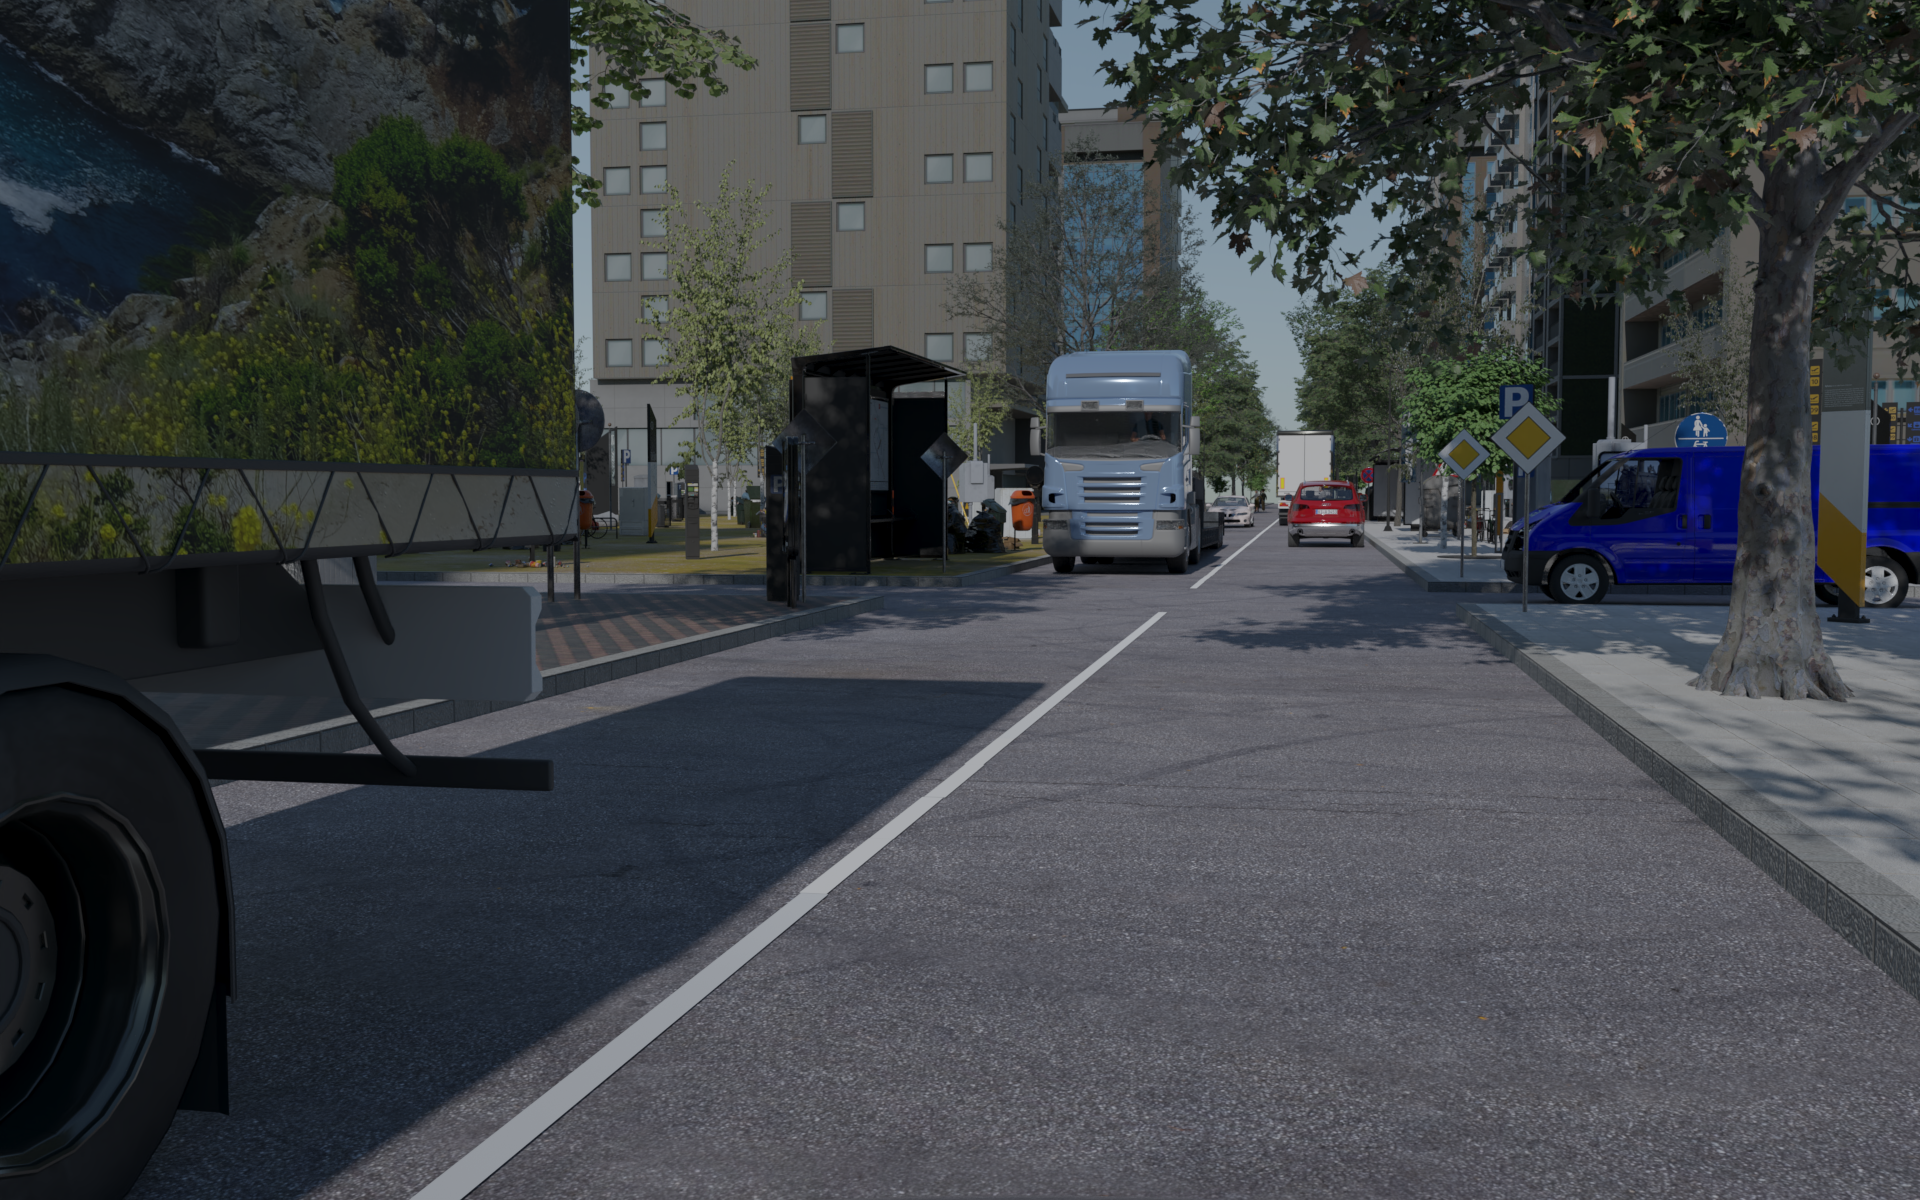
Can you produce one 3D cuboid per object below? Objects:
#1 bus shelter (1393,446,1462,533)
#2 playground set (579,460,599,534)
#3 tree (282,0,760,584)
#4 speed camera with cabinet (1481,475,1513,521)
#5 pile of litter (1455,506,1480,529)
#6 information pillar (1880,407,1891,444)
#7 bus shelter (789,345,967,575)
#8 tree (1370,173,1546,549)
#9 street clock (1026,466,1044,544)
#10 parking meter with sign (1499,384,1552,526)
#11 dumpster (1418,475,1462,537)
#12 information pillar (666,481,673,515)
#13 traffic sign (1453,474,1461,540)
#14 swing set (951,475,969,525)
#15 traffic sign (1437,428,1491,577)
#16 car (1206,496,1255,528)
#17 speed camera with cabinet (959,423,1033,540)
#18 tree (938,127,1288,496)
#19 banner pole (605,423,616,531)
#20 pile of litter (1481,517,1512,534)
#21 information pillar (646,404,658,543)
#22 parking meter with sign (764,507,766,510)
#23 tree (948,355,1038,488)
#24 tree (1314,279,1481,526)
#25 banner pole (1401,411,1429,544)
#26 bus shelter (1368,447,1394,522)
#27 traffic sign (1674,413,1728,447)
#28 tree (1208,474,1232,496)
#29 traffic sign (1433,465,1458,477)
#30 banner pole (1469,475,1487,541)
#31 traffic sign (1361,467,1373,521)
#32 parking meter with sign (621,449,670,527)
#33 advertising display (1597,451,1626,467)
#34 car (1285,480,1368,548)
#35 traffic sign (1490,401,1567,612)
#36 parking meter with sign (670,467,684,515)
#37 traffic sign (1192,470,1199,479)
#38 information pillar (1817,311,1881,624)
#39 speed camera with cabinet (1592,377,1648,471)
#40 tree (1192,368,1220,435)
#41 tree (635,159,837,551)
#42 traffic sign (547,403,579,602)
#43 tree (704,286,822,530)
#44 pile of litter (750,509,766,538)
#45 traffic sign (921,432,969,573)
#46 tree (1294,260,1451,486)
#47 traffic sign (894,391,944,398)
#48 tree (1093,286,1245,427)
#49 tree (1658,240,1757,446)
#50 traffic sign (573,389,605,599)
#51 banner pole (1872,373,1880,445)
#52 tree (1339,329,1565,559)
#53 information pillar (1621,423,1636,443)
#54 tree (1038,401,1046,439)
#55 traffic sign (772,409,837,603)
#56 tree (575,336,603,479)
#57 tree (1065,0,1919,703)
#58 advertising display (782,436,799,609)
[{"bbox_3d":[15.513,-3.851,56.880,2.014,3.302,5.546,1,4,11],"label":"bus shelter"},{"bbox_3d":[-14.142,-4.241,56.115,5.302,4.214,5.637,1,4,10],"label":"playground set"},{"bbox_3d":[-4.985,-5.739,11.958,7.486,12.596,7.792,0,3,0],"label":"tree"},{"bbox_3d":[25.609,-5.385,82.379,2.038,3.252,0.660,-3,5,-41],"label":"speed camera with cabinet"},{"bbox_3d":[18.758,-3.067,64.118,1.719,0.858,1.176,0,4,-1],"label":"pile of litter"},{"bbox_3d":[22.419,-3.117,42.312,0.504,3.616,0.183,3,5,45],"label":"information pillar"},{"bbox_3d":[-1.324,-2.404,30.587,1.731,3.624,6.357,1,4,11],"label":"bus shelter"},{"bbox_3d":[11.537,-5.532,40.807,4.360,8.622,3.978,0,3,0],"label":"tree"},{"bbox_3d":[1.916,-2.425,44.221,0.471,2.002,0.358,0,4,4],"label":"street clock"},{"bbox_3d":[9.390,-1.963,28.351,0.543,3.016,1.738,3,4,38],"label":"parking meter with sign"},{"bbox_3d":[14.401,-2.817,51.818,1.264,1.857,1.865,1,4,11],"label":"dumpster"},{"bbox_3d":[-16.597,-5.780,98.996,0.304,2.012,0.304,0,4,8],"label":"information pillar"},{"bbox_3d":[13.984,-2.959,48.489,0.768,2.556,0.104,1,4,14],"label":"traffic sign"},{"bbox_3d":[-1.696,-4.548,71.973,2.862,2.851,3.119,3,5,41],"label":"swing set"},{"bbox_3d":[7.723,-1.404,26.600,0.795,2.450,0.064,1,4,11],"label":"traffic sign"},{"bbox_3d":[11.794,-3.854,75.371,2.083,1.381,4.827,1,4,12],"label":"car"},{"bbox_3d":[1.024,-3.327,48.733,2.038,3.252,0.660,-1,4,-19],"label":"speed camera with cabinet"},{"bbox_3d":[4.460,-9.094,59.063,12.009,13.543,11.850,0,3,0],"label":"tree"},{"bbox_3d":[-12.196,-4.323,60.700,0.401,3.779,0.863,-2,4,-26],"label":"banner pole"},{"bbox_3d":[17.777,-2.542,55.535,1.176,0.858,1.719,-1,4,-13],"label":"pile of litter"},{"bbox_3d":[-8.014,-3.286,45.088,0.183,3.616,0.504,1,4,11],"label":"information pillar"},{"bbox_3d":[-5.777,-3.829,58.863,1.738,3.016,0.543,1,4,14],"label":"parking meter with sign"},{"bbox_3d":[0.762,-8.578,90.617,4.737,8.622,4.395,0,3,0],"label":"tree"},{"bbox_3d":[17.706,-8.197,68.433,7.601,10.594,8.767,0,4,1],"label":"tree"},{"bbox_3d":[11.750,-3.352,44.824,0.401,3.779,0.863,-3,5,-42],"label":"banner pole"},{"bbox_3d":[19.409,-5.123,77.690,2.014,3.302,5.546,1,4,11],"label":"bus shelter"},{"bbox_3d":[11.609,-1.657,27.201,0.768,2.556,0.104,1,4,19],"label":"traffic sign"},{"bbox_3d":[19.092,-8.117,127.315,1.663,3.219,1.824,0,3,0],"label":"tree"},{"bbox_3d":[15.090,-3.285,53.714,0.884,2.594,0.081,1,4,15],"label":"traffic sign"},{"bbox_3d":[14.102,-3.487,47.026,0.863,3.779,0.401,-3,4,-38],"label":"banner pole"},{"bbox_3d":[19.559,-5.064,82.902,0.768,2.556,0.104,1,4,14],"label":"traffic sign"},{"bbox_3d":[-12.298,-4.350,67.384,1.738,3.016,0.543,2,4,24],"label":"parking meter with sign"},{"bbox_3d":[10.037,-1.266,25.907,0.974,1.923,0.123,1,4,16],"label":"advertising display"},{"bbox_3d":[10.145,-2.407,48.033,2.281,1.827,5.304,1,4,12],"label":"car"},{"bbox_3d":[6.140,-0.925,18.773,0.795,2.450,0.064,1,4,11],"label":"traffic sign"},{"bbox_3d":[-17.382,-6.772,106.977,0.543,3.016,1.738,-2,4,-29],"label":"parking meter with sign"},{"bbox_3d":[12.258,-5.600,91.659,0.768,2.556,0.104,1,4,14],"label":"traffic sign"},{"bbox_3d":[8.845,-1.586,17.283,0.183,3.616,0.504,-2,4,-30],"label":"information pillar"},{"bbox_3d":[11.441,-2.107,28.792,0.660,3.252,2.038,-1,4,-21],"label":"speed camera with cabinet"},{"bbox_3d":[11.851,-8.781,93.925,4.737,8.622,4.395,0,3,0],"label":"tree"},{"bbox_3d":[-5.460,-5.431,39.156,4.737,8.622,4.395,0,3,0],"label":"tree"},{"bbox_3d":[-4.879,-1.252,20.579,0.768,2.556,0.104,1,4,16],"label":"traffic sign"},{"bbox_3d":[-6.859,-6.822,61.910,4.360,8.622,3.978,0,3,0],"label":"tree"},{"bbox_3d":[-5.582,-2.276,51.176,1.176,0.858,1.719,-3,5,-40],"label":"pile of litter"},{"bbox_3d":[-0.256,-1.504,28.229,0.795,2.450,0.064,1,4,11],"label":"traffic sign"},{"bbox_3d":[22.140,-11.341,92.082,9.857,13.997,8.962,0,3,0],"label":"tree"},{"bbox_3d":[-1.381,-2.491,34.596,2.265,3.308,0.079,1,4,17],"label":"traffic sign"},{"bbox_3d":[9.773,-9.682,84.056,9.928,11.665,9.643,0,3,0],"label":"tree"},{"bbox_3d":[20.984,-5.869,46.317,4.360,8.622,3.978,0,3,0],"label":"tree"},{"bbox_3d":[-4.672,-1.282,21.061,0.768,2.556,0.104,1,4,18],"label":"traffic sign"},{"bbox_3d":[18.671,-2.803,35.845,0.863,3.779,0.401,0,4,3],"label":"banner pole"},{"bbox_3d":[10.427,-3.122,34.763,4.285,4.588,4.351,0,3,0],"label":"tree"},{"bbox_3d":[21.866,-4.001,56.775,0.504,3.616,0.183,1,4,15],"label":"information pillar"},{"bbox_3d":[6.495,-8.964,96.921,4.737,8.622,4.395,0,3,0],"label":"tree"},{"bbox_3d":[-1.839,-1.025,20.402,0.795,2.450,0.064,1,4,11],"label":"traffic sign"},{"bbox_3d":[-17.388,-7.660,75.605,4.360,8.622,3.978,0,3,0],"label":"tree"},{"bbox_3d":[5.254,-5.733,10.741,9.611,12.733,9.660,0,3,0],"label":"tree"},{"bbox_3d":[-1.938,-0.891,19.781,0.123,1.923,0.974,-1,4,-9],"label":"advertising display"}]
